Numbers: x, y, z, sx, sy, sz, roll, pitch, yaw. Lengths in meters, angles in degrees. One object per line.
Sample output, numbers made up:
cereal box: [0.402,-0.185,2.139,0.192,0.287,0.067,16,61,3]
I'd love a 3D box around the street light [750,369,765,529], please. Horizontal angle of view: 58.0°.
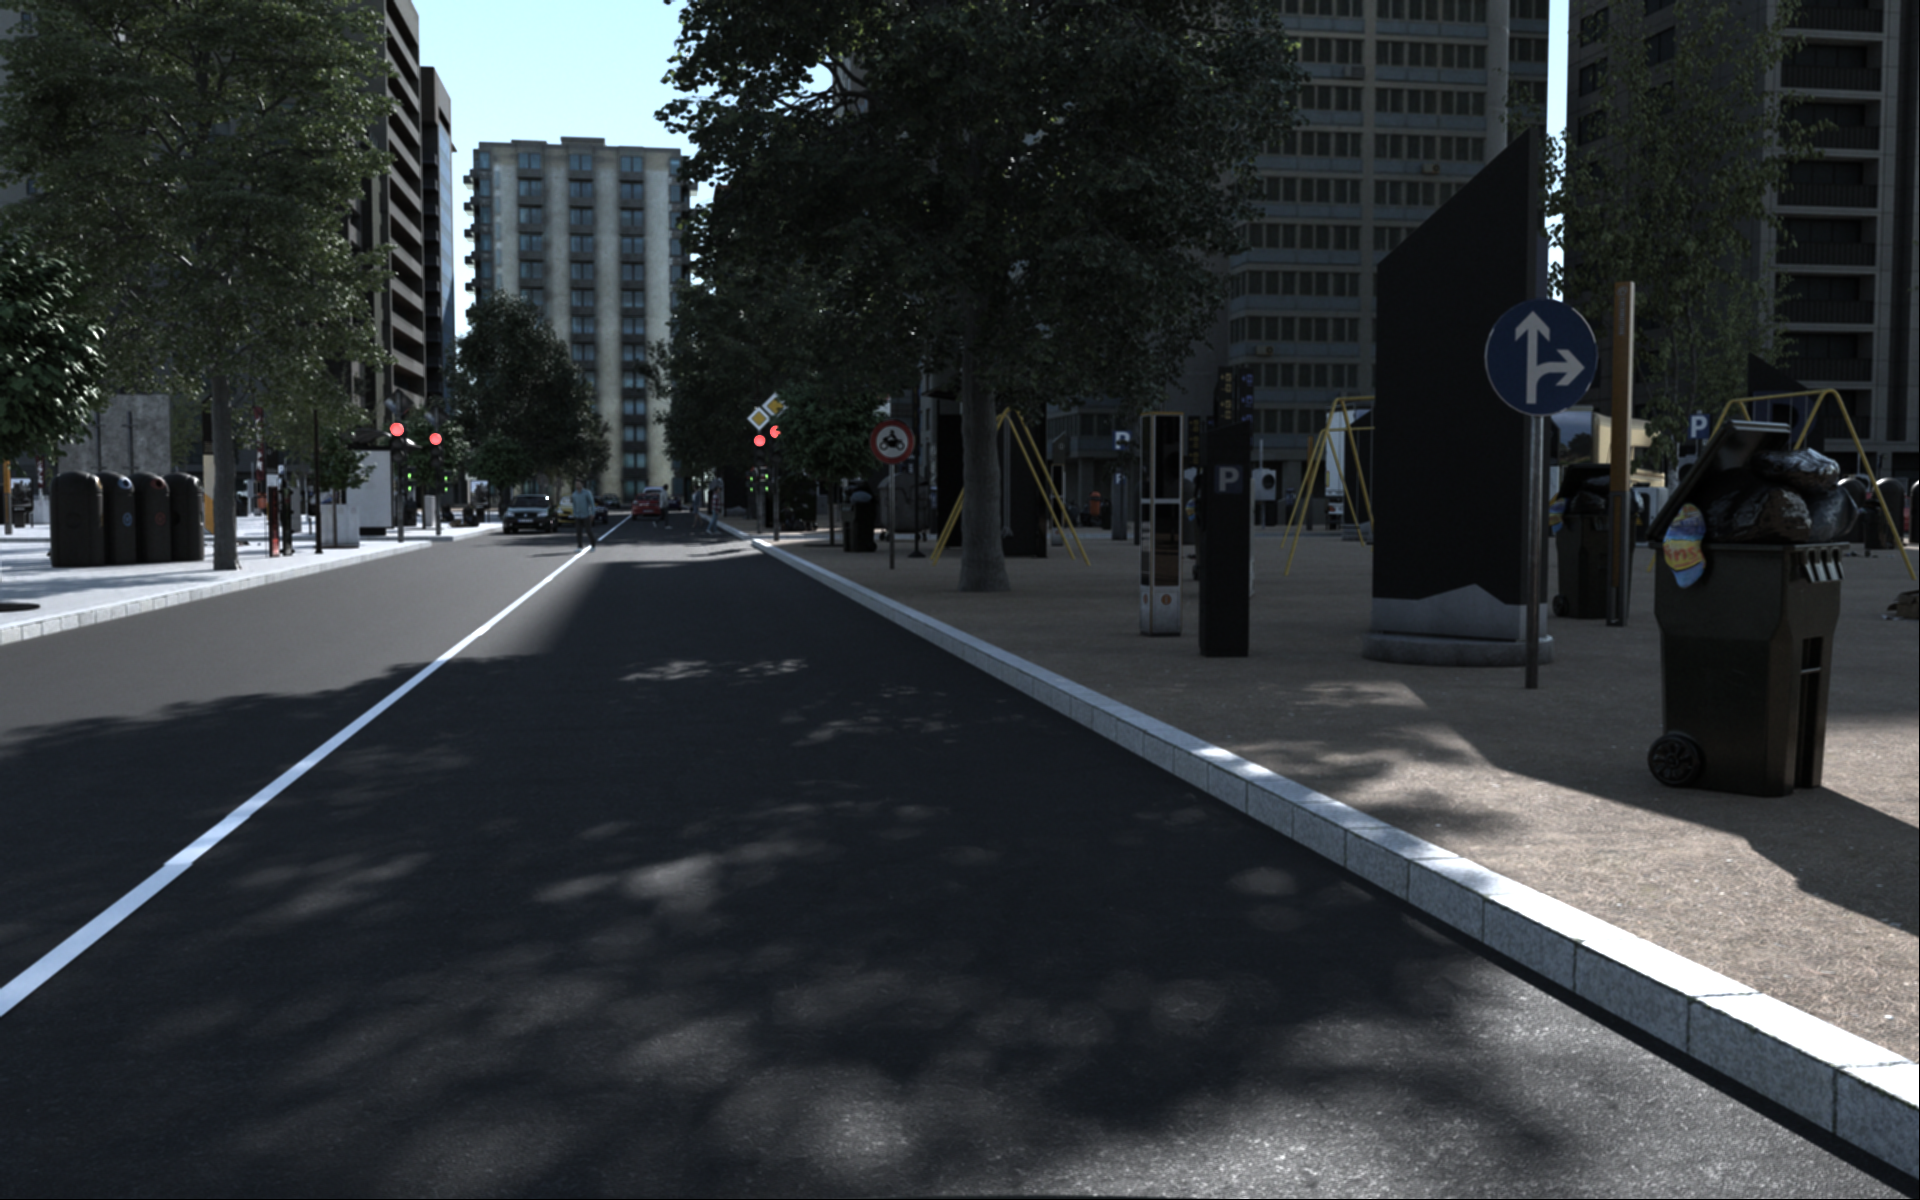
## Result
street light: [-7.471,-5.585,64.095,0.468,5.910,1.993,-1,4,-10]

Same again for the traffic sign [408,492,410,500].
traffic sign: [-24.551,-4.711,77.125,0.768,2.556,0.104,0,4,-2]

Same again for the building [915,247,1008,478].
building: [12.622,-16.854,120.598,27.650,21.520,28.899,-1,4,-10]

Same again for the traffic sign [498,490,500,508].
traffic sign: [-28.253,-6.484,106.125,0.768,2.556,0.104,0,4,-5]

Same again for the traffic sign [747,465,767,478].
traffic sign: [-6.721,-3.558,58.185,0.884,2.594,0.081,0,4,-3]

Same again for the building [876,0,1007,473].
building: [-0.205,-28.261,145.660,14.154,41.232,14.086,-1,4,-10]

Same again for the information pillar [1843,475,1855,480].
information pillar: [33.645,-3.737,65.594,0.304,2.012,0.304,-1,4,-18]

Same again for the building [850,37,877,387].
building: [-2.422,-31.184,159.971,14.600,45.320,14.200,-1,4,-10]

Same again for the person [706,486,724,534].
person: [-8.837,-3.245,62.399,0.643,1.720,0.563,-1,4,-10]

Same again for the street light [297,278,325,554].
street light: [-13.824,-3.938,37.167,0.468,5.910,1.993,-1,4,-10]

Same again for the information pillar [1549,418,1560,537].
information pillar: [17.634,-3.683,51.567,0.183,3.616,0.504,-2,4,-24]

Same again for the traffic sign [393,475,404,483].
traffic sign: [-23.065,-4.294,71.393,0.795,2.450,0.064,0,4,-1]

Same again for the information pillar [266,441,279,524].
information pillar: [-29.048,-5.003,73.151,0.504,3.616,0.183,0,4,-6]

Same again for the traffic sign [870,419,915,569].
traffic sign: [-1.161,-1.801,29.560,0.768,2.556,0.104,0,4,-6]

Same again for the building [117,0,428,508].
building: [-58.227,-32.049,147.703,21.300,48.544,21.600,-1,4,-10]

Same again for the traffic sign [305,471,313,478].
traffic sign: [-21.753,-3.596,58.796,0.884,2.594,0.081,-1,4,-10]

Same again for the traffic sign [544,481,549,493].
traffic sign: [-30.282,-7.703,126.057,0.768,2.556,0.104,0,4,-1]

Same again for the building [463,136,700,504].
building: [-50.827,-37.635,234.942,30.456,49.044,23.786,-1,4,-10]

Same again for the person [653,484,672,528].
person: [-12.382,-3.900,72.116,0.795,1.843,0.661,-2,4,-29]

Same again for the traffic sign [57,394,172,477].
traffic sign: [-17.259,-2.537,35.347,2.265,3.308,0.079,0,4,-2]

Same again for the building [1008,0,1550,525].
building: [15.725,-24.196,87.482,23.993,40.220,32.217,-1,4,-10]

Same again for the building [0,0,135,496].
building: [-94.291,-38.278,167.845,28.212,58.520,21.231,-1,4,-10]

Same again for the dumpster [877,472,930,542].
dumpster: [-1.524,-2.529,47.110,1.264,1.857,1.865,-1,4,-10]

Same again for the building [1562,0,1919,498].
building: [46.068,-39.795,88.898,20.611,71.187,20.563,-1,4,-10]

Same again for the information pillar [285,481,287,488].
information pillar: [-36.910,-5.505,94.497,0.304,2.012,0.304,0,4,4]

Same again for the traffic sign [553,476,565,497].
traffic sign: [-28.635,-7.562,123.649,0.884,2.594,0.081,0,4,-4]

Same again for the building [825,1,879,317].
building: [1.319,-36.225,181.512,28.713,52.752,27.495,-1,4,-10]

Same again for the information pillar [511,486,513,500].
information pillar: [-28.136,-7.179,108.735,0.183,3.616,0.504,0,4,-5]

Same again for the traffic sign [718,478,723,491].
traffic sign: [-15.178,-6.639,110.684,0.606,2.300,0.079,0,4,-5]

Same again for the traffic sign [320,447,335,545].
traffic sign: [-15.191,-2.563,42.016,0.768,2.556,0.104,0,4,-5]

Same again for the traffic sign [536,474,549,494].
traffic sign: [-26.057,-6.605,108.104,0.768,2.556,0.104,0,4,-4]

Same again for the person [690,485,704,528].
person: [-11.110,-3.960,73.273,0.654,1.822,0.581,-2,4,-26]

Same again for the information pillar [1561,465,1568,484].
information pillar: [15.409,-2.404,43.794,0.304,2.012,0.304,-3,5,-41]

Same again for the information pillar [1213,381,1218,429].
information pillar: [4.870,-2.515,32.475,0.183,3.616,0.504,-1,4,-12]

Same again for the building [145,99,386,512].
building: [-51.939,-21.971,130.928,14.160,30.474,14.107,-1,4,-10]

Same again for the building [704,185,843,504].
building: [-20.977,-35.716,238.585,28.867,44.769,22.147,-1,4,-10]

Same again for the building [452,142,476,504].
building: [-80.212,-39.260,231.137,27.495,52.752,28.713,-1,4,-10]

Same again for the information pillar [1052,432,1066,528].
information pillar: [3.709,-4.494,64.826,0.504,3.616,0.183,-1,4,-13]

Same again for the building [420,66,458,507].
building: [-60.029,-32.274,177.789,14.200,45.320,14.600,-1,4,-10]

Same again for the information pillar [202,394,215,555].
information pillar: [-15.663,-2.760,36.480,0.504,3.616,0.183,-1,4,-8]

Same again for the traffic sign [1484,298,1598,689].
traffic sign: [3.775,-0.688,11.361,0.768,2.556,0.104,0,4,-7]

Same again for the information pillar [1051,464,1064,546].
information pillar: [2.413,-2.342,42.783,0.304,2.012,0.304,0,4,7]

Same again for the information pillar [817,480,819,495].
information pillar: [-9.924,-7.871,120.052,0.183,3.616,0.504,-3,5,-40]

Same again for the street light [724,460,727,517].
street light: [-13.152,-7.587,96.843,0.468,5.910,1.993,-1,4,-10]

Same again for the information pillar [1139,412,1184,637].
information pillar: [1.815,-0.681,15.629,0.304,2.012,0.304,-1,4,-14]

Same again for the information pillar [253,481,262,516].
information pillar: [-40.991,-5.907,101.066,0.304,2.012,0.304,2,4,33]
